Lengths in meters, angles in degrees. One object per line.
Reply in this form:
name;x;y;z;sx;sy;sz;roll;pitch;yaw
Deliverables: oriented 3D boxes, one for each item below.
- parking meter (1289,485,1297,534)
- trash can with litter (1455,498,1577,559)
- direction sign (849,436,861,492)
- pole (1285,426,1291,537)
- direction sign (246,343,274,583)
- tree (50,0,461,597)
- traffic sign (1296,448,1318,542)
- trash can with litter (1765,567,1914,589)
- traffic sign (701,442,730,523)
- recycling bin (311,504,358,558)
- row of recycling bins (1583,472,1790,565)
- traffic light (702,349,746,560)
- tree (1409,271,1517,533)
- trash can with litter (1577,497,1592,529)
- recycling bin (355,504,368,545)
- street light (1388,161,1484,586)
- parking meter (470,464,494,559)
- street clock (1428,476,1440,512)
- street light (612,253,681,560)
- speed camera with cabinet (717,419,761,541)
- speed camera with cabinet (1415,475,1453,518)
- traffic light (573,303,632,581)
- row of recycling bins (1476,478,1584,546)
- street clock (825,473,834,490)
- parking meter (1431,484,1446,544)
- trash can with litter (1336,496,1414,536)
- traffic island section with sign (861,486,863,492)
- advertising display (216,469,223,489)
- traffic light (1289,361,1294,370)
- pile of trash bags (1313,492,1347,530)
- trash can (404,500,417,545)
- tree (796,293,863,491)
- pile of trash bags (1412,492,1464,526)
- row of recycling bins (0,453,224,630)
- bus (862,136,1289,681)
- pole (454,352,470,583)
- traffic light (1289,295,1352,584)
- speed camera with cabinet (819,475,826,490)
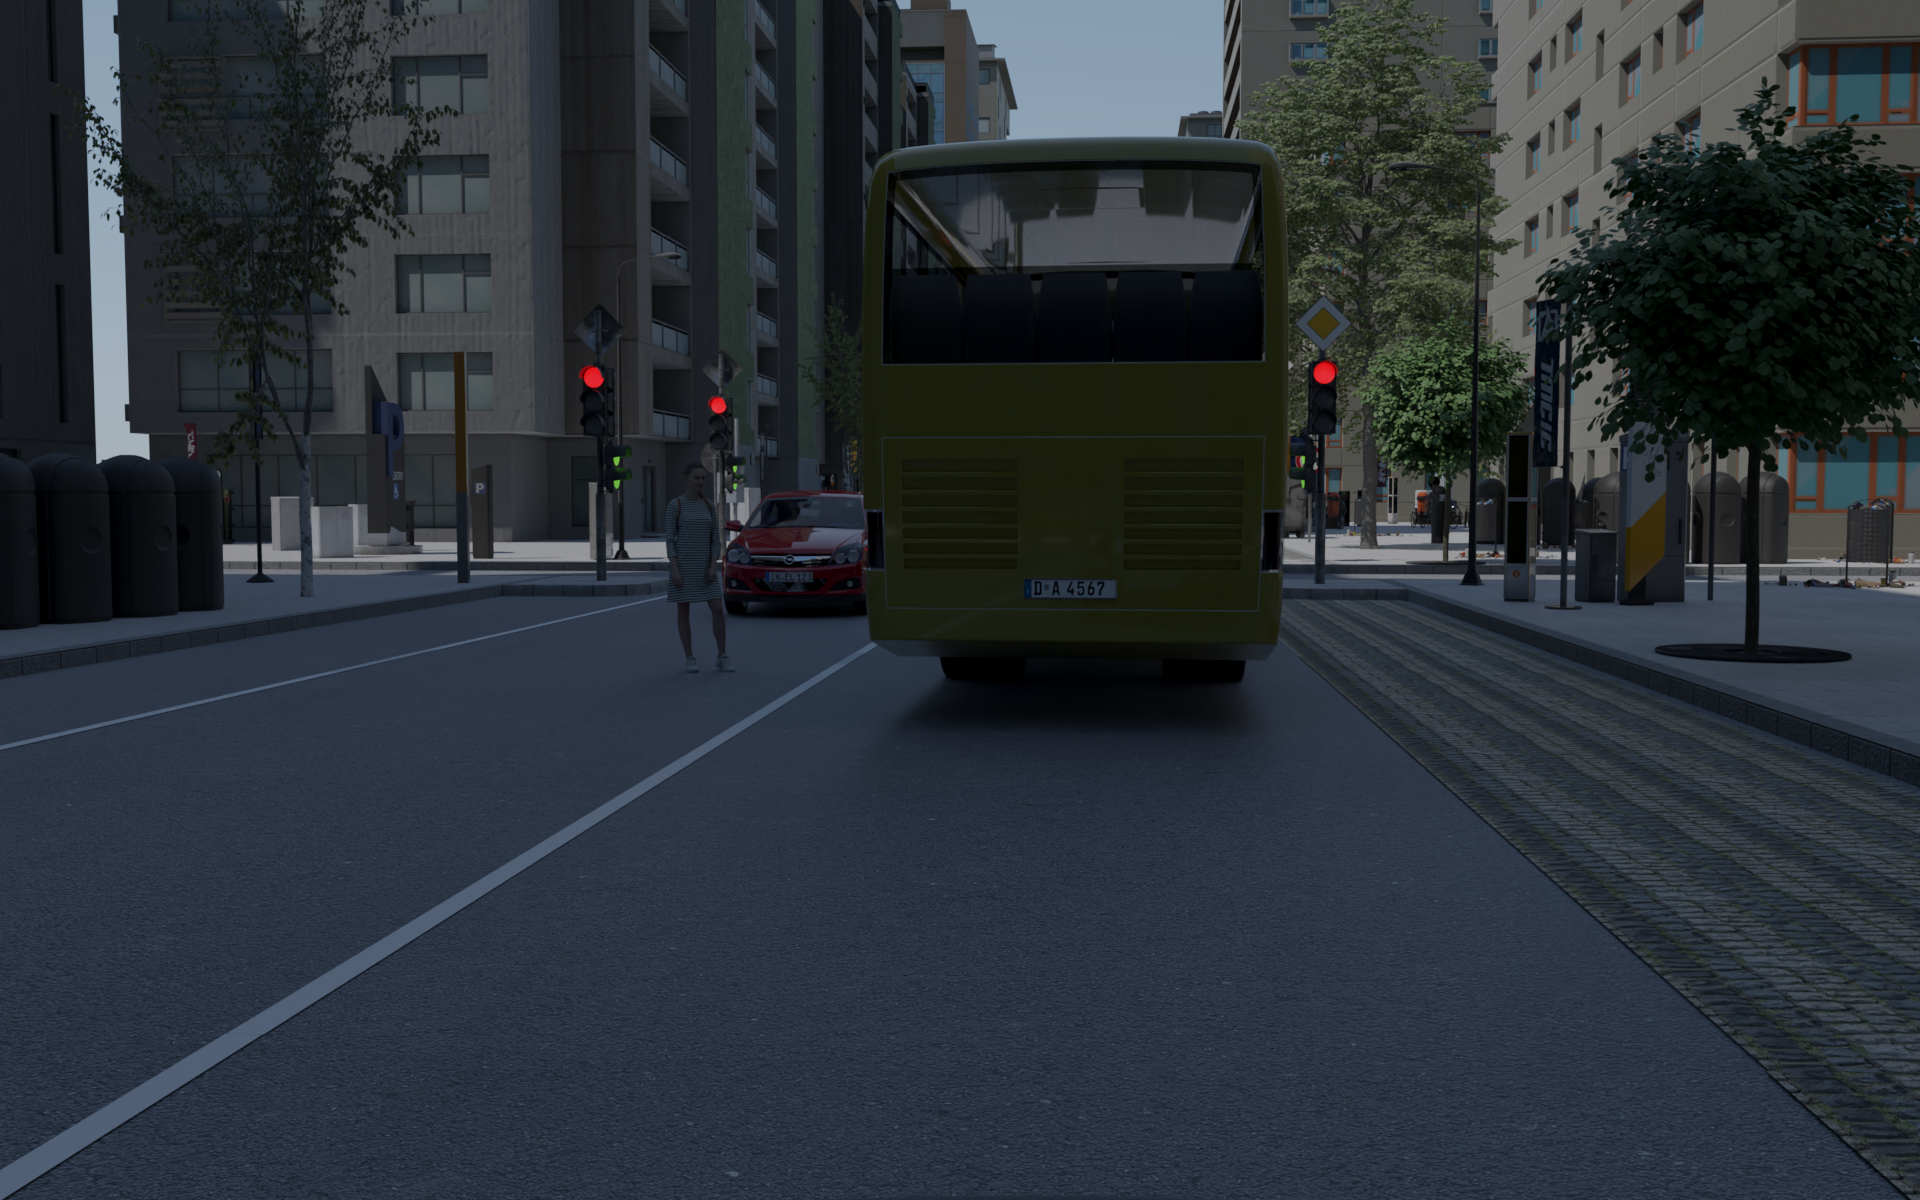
parking meter;10.757;-3.100;56.402;0.399;1.863;0.255;1;4;18
trash can with litter;10.980;-1.460;34.923;2.233;1.210;1.678;0;4;3
direction sign;-3.915;-4.653;68.068;0.876;3.537;0.379;1;4;8
pole;9.690;-3.522;51.425;0.158;3.312;0.155;0;3;0
direction sign;-10.176;-2.023;25.080;0.379;3.537;0.876;-2;4;-31
tree;-8.399;-4.343;21.376;4.360;8.622;3.978;0;3;0
traffic sign;9.282;-2.803;45.928;0.768;2.556;0.104;1;4;11
trash can with litter;12.185;-0.799;24.117;2.233;1.210;1.678;1;4;18
traffic sign;-5.853;-2.530;41.472;0.768;2.556;0.104;1;4;13
recycling bin;-12.720;-1.369;34.942;0.722;1.027;0.722;-3;5;-43
row of recycling bins;13.478;-1.515;31.875;3.534;1.692;1.069;0;4;-2
traffic light;-4.584;-2.727;33.511;0.839;4.253;0.868;0;4;5
tree;15.907;-6.469;56.136;4.737;8.622;4.395;0;3;0
trash can with litter;14.232;-1.812;40.690;2.233;1.210;1.678;-1;4;-22
recycling bin;-14.687;-1.857;42.918;0.722;1.027;0.722;-3;4;-36
street light;6.683;-3.167;24.317;1.470;5.913;1.316;0;4;5
parking meter;-9.470;-1.748;34.297;0.399;1.863;0.255;0;4;5
street clock;18.985;-3.966;69.410;0.471;2.002;0.358;1;4;20
street light;-6.055;-3.730;33.533;1.470;5.913;1.316;0;4;5
speed camera with cabinet;-5.902;-3.174;46.224;0.660;3.252;2.038;1;4;11
speed camera with cabinet;20.497;-4.923;74.834;2.038;3.252;0.660;-3;5;-41
traffic light;-5.298;-2.241;25.558;0.839;4.253;0.868;0;4;5
row of recycling bins;14.693;-2.232;43.610;3.534;1.692;1.069;3;4;36
street clock;-4.563;-3.427;60.602;0.358;2.002;0.471;1;4;12
parking meter;12.400;-2.228;44.843;0.372;1.533;0.369;0;3;0
trash can with litter;12.683;-2.556;52.844;2.233;1.210;1.678;1;4;20
traffic island section with sign;-2.784;-2.787;54.190;1.989;1.847;2.006;0;4;5
advertising display;-19.602;-2.422;44.818;0.974;1.923;0.123;-2;4;-27
traffic light;5.837;-2.671;32.596;0.839;4.253;0.868;0;4;5
pile of trash bags;13.297;-3.300;63.715;1.912;1.369;3.447;0;4;-6
trash can;-12.658;-1.683;39.165;0.748;1.137;0.748;0;3;0
tree;-3.905;-6.950;63.995;4.737;8.622;4.395;0;3;0
pile of trash bags;19.673;-3.800;71.875;1.912;1.369;3.447;2;4;33
row of recycling bins;-8.918;-0.657;17.859;1.069;1.692;3.534;1;4;15
bus;1.371;-1.509;16.213;2.896;3.916;12.252;0;4;7
pole;-7.170;-1.902;24.937;0.158;3.312;0.155;0;3;0
traffic light;5.123;-2.185;24.643;0.839;4.253;0.868;0;4;5
speed camera with cabinet;-7.247;-5.569;85.390;0.660;3.252;2.038;1;4;19
